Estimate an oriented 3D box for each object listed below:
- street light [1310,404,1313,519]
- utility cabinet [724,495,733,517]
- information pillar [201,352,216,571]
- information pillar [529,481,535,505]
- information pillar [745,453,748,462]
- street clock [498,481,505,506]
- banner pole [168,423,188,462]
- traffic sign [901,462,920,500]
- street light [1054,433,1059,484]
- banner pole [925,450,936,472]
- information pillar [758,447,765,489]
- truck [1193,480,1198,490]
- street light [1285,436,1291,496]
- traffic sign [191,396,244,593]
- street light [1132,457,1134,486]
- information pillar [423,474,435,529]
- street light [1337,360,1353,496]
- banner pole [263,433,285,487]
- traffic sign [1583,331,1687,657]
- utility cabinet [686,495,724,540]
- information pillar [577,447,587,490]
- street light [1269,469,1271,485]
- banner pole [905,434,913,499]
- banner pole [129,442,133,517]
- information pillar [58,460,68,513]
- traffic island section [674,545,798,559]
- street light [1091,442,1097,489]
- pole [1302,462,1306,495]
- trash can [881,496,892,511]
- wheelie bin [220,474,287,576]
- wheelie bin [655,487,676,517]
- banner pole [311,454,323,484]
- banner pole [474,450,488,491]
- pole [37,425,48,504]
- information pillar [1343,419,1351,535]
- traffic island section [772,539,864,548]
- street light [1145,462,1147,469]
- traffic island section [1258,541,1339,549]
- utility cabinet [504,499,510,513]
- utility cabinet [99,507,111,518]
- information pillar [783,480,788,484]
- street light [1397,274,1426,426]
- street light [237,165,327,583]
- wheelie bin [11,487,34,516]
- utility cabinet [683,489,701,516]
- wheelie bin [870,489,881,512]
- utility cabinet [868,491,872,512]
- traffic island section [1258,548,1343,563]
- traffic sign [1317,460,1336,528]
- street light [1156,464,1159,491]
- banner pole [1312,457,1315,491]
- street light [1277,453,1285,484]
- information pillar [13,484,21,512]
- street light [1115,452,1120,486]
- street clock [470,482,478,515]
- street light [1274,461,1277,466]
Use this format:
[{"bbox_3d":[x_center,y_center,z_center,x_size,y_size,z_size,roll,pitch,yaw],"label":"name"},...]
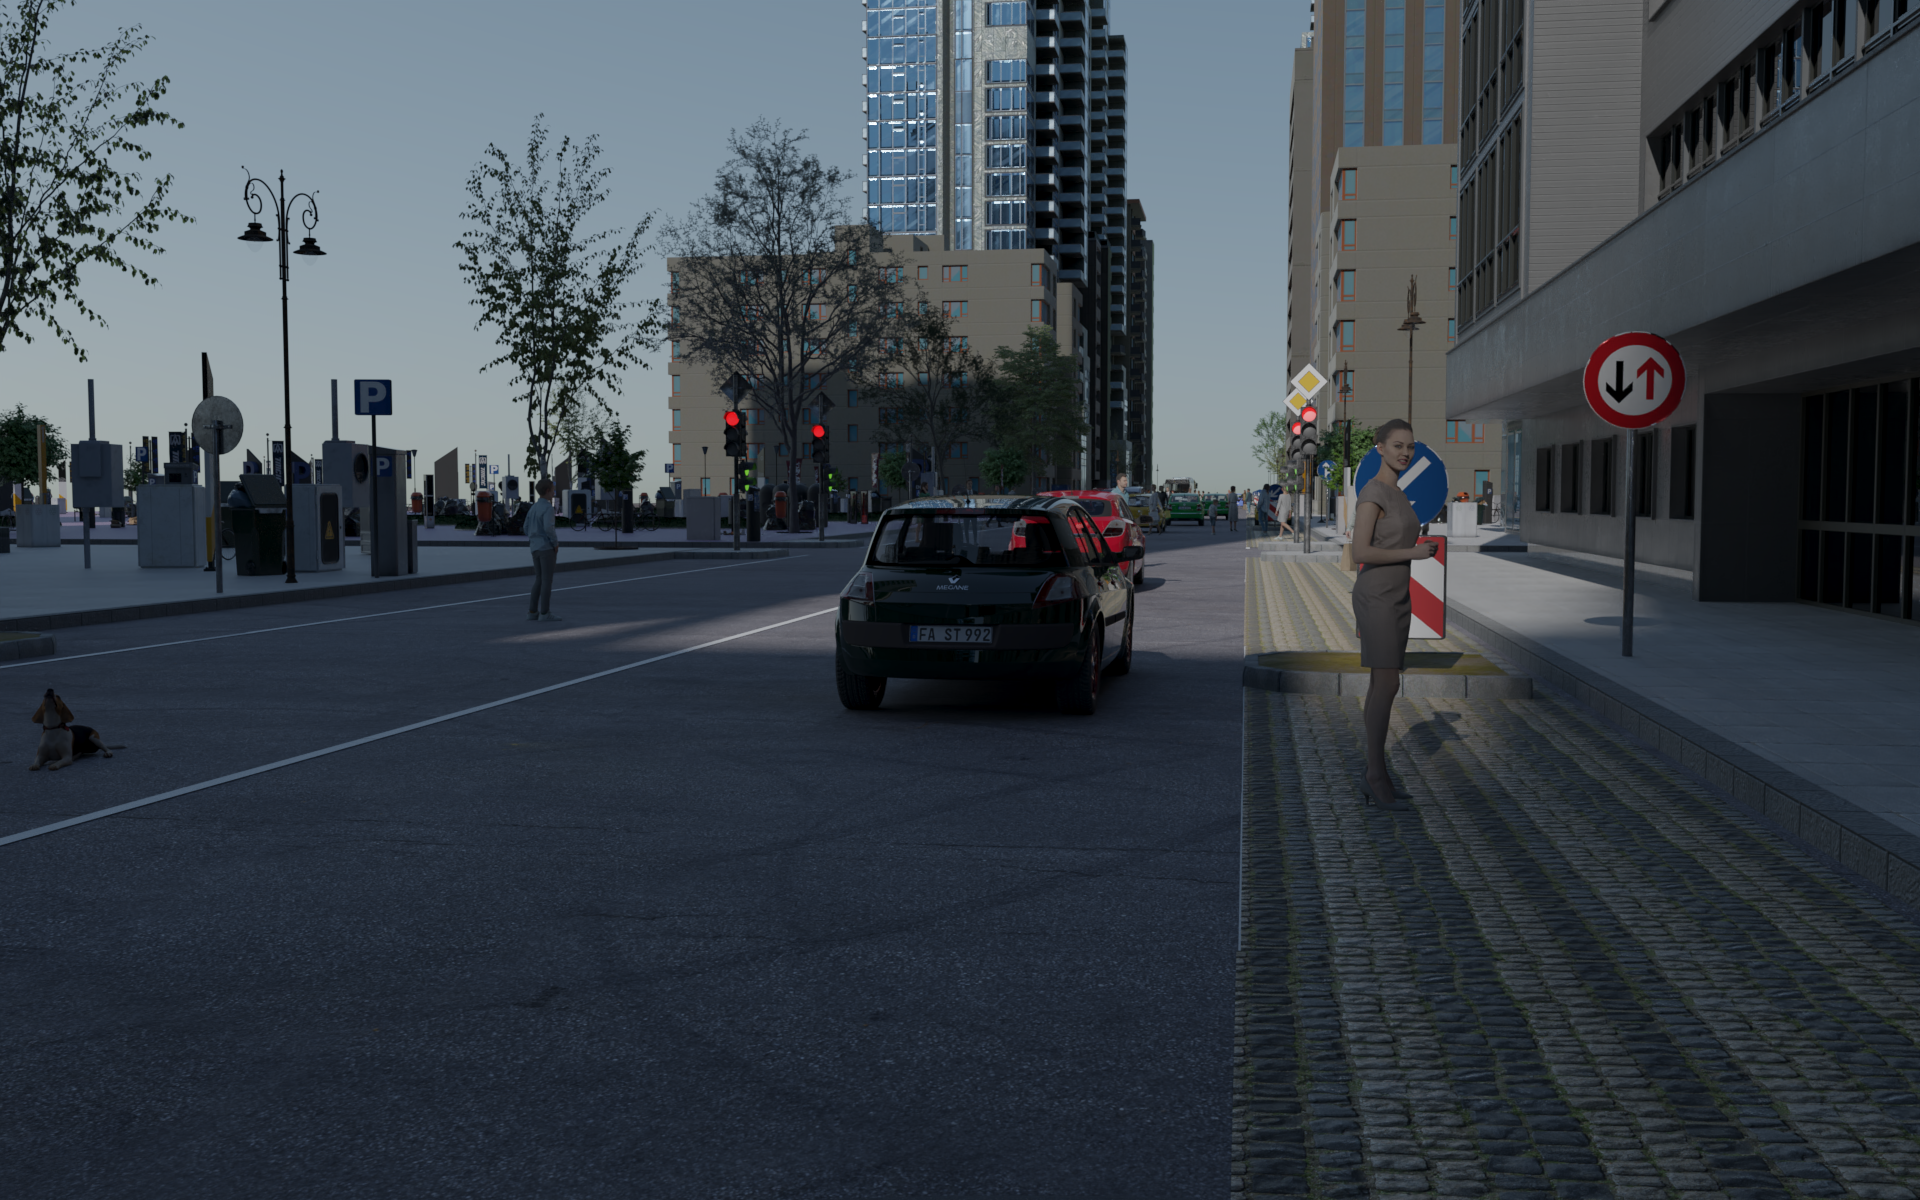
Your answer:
[{"bbox_3d":[18.138,-7.130,89.364,0.468,5.910,1.993,1,4,9],"label":"street light"},{"bbox_3d":[-12.441,-5.052,93.761,1.020,1.237,0.306,0,4,-7],"label":"utility cabinet"},{"bbox_3d":[-12.499,-2.293,28.853,0.183,3.616,0.504,-1,4,-12],"label":"information pillar"},{"bbox_3d":[-24.042,-5.680,97.366,0.304,2.012,0.304,0,4,-5],"label":"information pillar"},{"bbox_3d":[-12.119,-6.545,98.360,0.183,3.616,0.504,0,4,-3],"label":"information pillar"},{"bbox_3d":[-25.320,-5.590,95.969,0.358,2.002,0.471,3,5,45],"label":"street clock"},{"bbox_3d":[-27.385,-4.334,60.871,0.863,3.779,0.401,0,4,2],"label":"banner pole"},{"bbox_3d":[-1.967,-4.187,68.568,0.768,2.556,0.104,1,4,14],"label":"traffic sign"},{"bbox_3d":[6.818,-9.249,124.009,0.468,5.910,1.993,1,4,9],"label":"street light"},{"bbox_3d":[-1.774,-6.649,98.725,0.863,3.779,0.401,1,4,14],"label":"banner pole"},{"bbox_3d":[-9.933,-5.833,86.727,0.504,3.616,0.183,3,5,42],"label":"information pillar"},{"bbox_3d":[30.218,-14.455,232.260,3.469,3.379,9.791,1,4,9],"label":"truck"},{"bbox_3d":[25.795,-9.932,135.170,0.468,5.910,1.993,1,4,9],"label":"street light"},{"bbox_3d":[-9.621,-1.365,22.431,0.768,2.556,0.104,1,4,13],"label":"traffic sign"},{"bbox_3d":[20.467,-14.224,205.352,0.468,5.910,1.993,1,4,9],"label":"street light"},{"bbox_3d":[-19.806,-3.677,64.604,0.304,2.012,0.304,-2,4,-34],"label":"information pillar"},{"bbox_3d":[13.275,-5.322,59.795,0.468,5.910,1.993,1,4,9],"label":"street light"},{"bbox_3d":[-28.177,-4.965,71.198,0.863,3.779,0.401,-2,4,-31],"label":"banner pole"},{"bbox_3d":[5.278,-0.827,13.622,0.768,2.556,0.104,1,4,12],"label":"traffic sign"},{"bbox_3d":[-7.168,-2.279,48.421,1.020,1.237,0.306,2,4,32],"label":"utility cabinet"},{"bbox_3d":[-18.934,-5.841,86.850,0.504,3.616,0.183,1,4,16],"label":"information pillar"},{"bbox_3d":[39.461,-14.975,217.632,0.468,5.910,1.993,1,4,9],"label":"street light"},{"bbox_3d":[-2.103,-5.012,71.958,0.401,3.779,0.863,1,4,20],"label":"banner pole"},{"bbox_3d":[-39.408,-5.650,82.398,0.401,3.779,0.863,-2,4,-28],"label":"banner pole"},{"bbox_3d":[-60.539,-7.676,116.860,0.504,3.616,0.183,-2,4,-32],"label":"information pillar"},{"bbox_3d":[-5.106,-1.053,39.496,2.009,0.180,2.903,1,4,9],"label":"traffic island section"},{"bbox_3d":[11.857,-11.087,154.055,0.468,5.910,1.993,1,4,9],"label":"street light"},{"bbox_3d":[21.721,-7.069,109.429,0.158,3.312,0.155,0,3,0],"label":"pole"},{"bbox_3d":[-4.332,-5.535,102.144,0.748,1.137,0.748,0,3,0],"label":"trash can"},{"bbox_3d":[-11.099,-1.189,27.341,0.693,1.594,0.980,2,4,32],"label":"wheelie bin"},{"bbox_3d":[-12.679,-4.064,74.350,0.693,1.594,0.980,3,4,37],"label":"wheelie bin"},{"bbox_3d":[-40.287,-7.239,108.368,0.863,3.779,0.401,-2,4,-32],"label":"banner pole"},{"bbox_3d":[-27.020,-6.577,97.554,0.863,3.779,0.401,-2,4,-24],"label":"banner pole"},{"bbox_3d":[-27.078,-3.504,51.136,0.158,3.312,0.155,0,3,0],"label":"pole"},{"bbox_3d":[12.113,-3.842,54.177,0.183,3.616,0.504,0,4,0],"label":"information pillar"},{"bbox_3d":[-3.801,-1.535,47.374,2.009,0.180,2.903,1,4,9],"label":"traffic island section"},{"bbox_3d":[25.158,-15.997,234.342,0.468,5.910,1.993,1,4,9],"label":"street light"},{"bbox_3d":[8.818,-1.407,45.286,2.009,0.180,2.903,1,4,9],"label":"traffic island section"},{"bbox_3d":[-29.500,-6.368,112.798,0.318,1.500,1.173,-1,4,-18],"label":"utility cabinet"},{"bbox_3d":[-46.632,-5.097,94.496,0.306,1.237,1.020,0,4,-5],"label":"utility cabinet"},{"bbox_3d":[-9.111,-5.298,91.122,0.304,2.012,0.304,1,4,22],"label":"information pillar"},{"bbox_3d":[9.508,-3.903,36.597,0.468,5.910,1.993,1,4,9],"label":"street light"},{"bbox_3d":[-9.649,-3.182,24.816,0.468,5.910,1.993,1,4,9],"label":"street light"},{"bbox_3d":[-43.192,-4.394,79.757,0.693,1.594,0.980,2,4,30],"label":"wheelie bin"},{"bbox_3d":[-11.162,-3.881,72.137,0.318,1.500,1.173,1,4,15],"label":"utility cabinet"},{"bbox_3d":[-5.111,-5.942,105.052,0.693,1.594,0.980,0,4,-4],"label":"wheelie bin"},{"bbox_3d":[-6.007,-6.583,116.317,0.318,1.500,1.173,-2,4,-27],"label":"utility cabinet"},{"bbox_3d":[7.513,-0.925,37.408,2.009,0.180,2.903,1,4,9],"label":"traffic island section"},{"bbox_3d":[13.844,-3.986,65.272,0.768,2.556,0.104,1,4,11],"label":"traffic sign"},{"bbox_3d":[30.012,-17.769,263.305,0.468,5.910,1.993,1,4,9],"label":"street light"},{"bbox_3d":[23.862,-7.738,116.534,0.401,3.779,0.863,-3,4,-36],"label":"banner pole"},{"bbox_3d":[30.584,-11.704,164.143,0.468,5.910,1.993,1,4,9],"label":"street light"},{"bbox_3d":[-40.869,-5.127,75.179,0.183,3.616,0.504,1,4,19],"label":"information pillar"},{"bbox_3d":[16.697,-12.879,183.351,0.468,5.910,1.993,1,4,9],"label":"street light"},{"bbox_3d":[-30.136,-6.285,107.334,0.471,2.002,0.358,2,4,32],"label":"street clock"},{"bbox_3d":[35.542,-13.528,193.973,0.468,5.910,1.993,1,4,9],"label":"street light"}]
